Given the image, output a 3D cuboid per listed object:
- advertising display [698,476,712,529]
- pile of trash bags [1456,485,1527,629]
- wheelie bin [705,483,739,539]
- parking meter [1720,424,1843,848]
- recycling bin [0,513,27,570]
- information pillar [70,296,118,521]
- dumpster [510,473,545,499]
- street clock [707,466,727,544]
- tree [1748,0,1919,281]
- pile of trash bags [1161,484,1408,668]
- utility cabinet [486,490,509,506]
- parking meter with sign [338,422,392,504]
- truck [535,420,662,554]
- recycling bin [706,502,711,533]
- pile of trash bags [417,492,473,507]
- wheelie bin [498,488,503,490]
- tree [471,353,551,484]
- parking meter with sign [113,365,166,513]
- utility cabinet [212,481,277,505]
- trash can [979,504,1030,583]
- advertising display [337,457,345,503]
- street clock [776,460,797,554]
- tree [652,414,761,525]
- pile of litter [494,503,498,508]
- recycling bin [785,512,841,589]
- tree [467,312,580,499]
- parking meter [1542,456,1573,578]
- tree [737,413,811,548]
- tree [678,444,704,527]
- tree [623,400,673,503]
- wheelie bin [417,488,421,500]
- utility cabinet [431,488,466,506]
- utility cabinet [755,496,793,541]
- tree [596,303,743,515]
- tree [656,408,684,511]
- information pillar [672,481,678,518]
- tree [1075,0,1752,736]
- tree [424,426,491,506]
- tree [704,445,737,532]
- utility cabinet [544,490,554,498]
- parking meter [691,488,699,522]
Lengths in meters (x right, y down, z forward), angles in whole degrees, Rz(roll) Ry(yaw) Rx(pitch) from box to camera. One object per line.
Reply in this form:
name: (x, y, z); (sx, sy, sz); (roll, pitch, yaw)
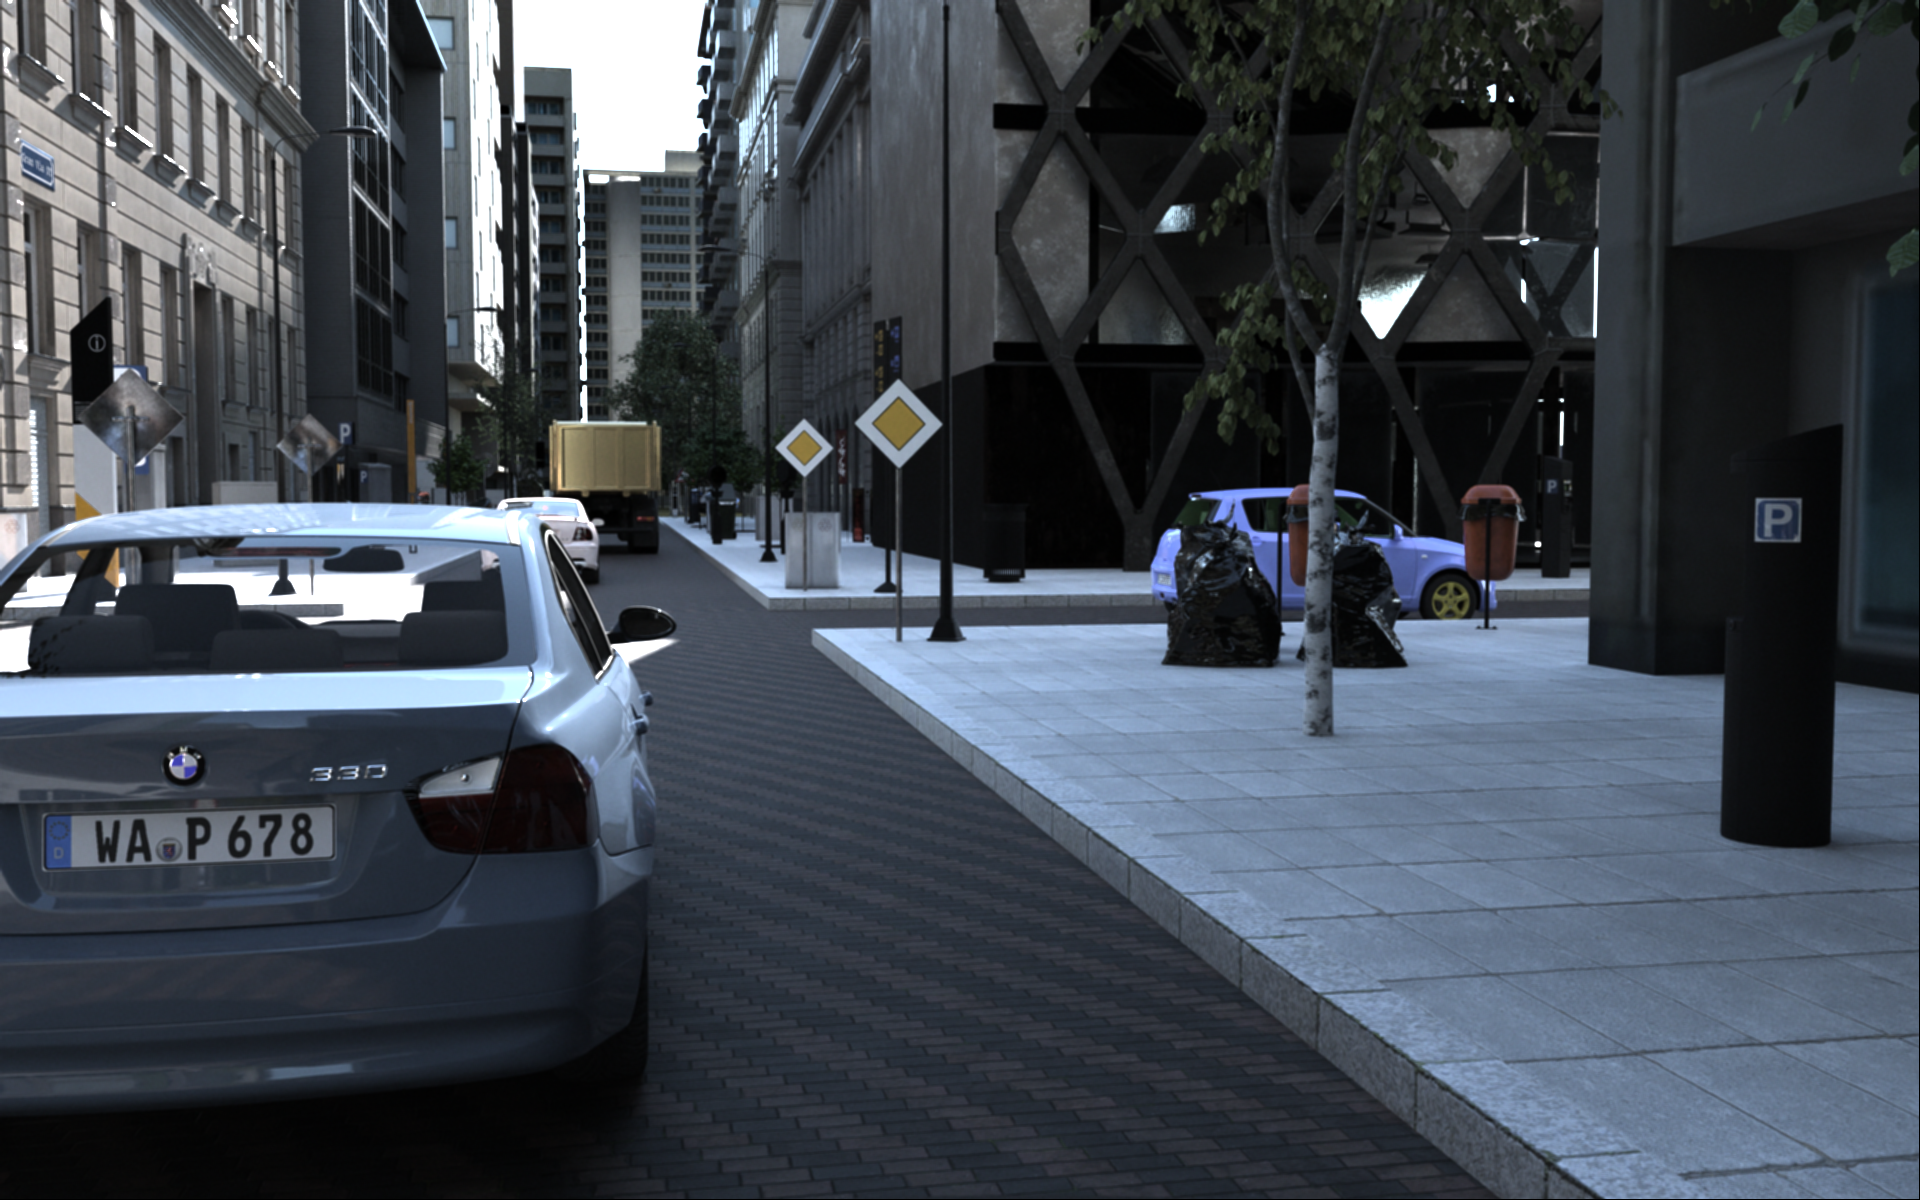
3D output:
advertising display: (-9.037, -3.525, 62.841); (0.974, 1.923, 0.123); (1, 4, 15)
pile of trash bags: (6.413, -0.393, 16.176); (3.447, 1.369, 1.912); (1, 4, 21)
wheelie bin: (-6.777, -2.525, 49.186); (0.980, 1.594, 0.693); (-2, 4, -28)
parking meter: (3.039, 0.122, 6.414); (0.372, 1.533, 0.369); (0, 3, 0)
recycling bin: (-12.598, -0.609, 22.519); (0.722, 1.027, 0.722); (-3, 5, -40)
information pillar: (-10.285, -1.790, 20.617); (0.504, 3.616, 0.183); (0, 4, 2)
dumpster: (-19.829, -4.702, 79.375); (1.502, 2.255, 1.985); (-1, 4, -11)
street clock: (-6.220, -2.432, 44.340); (0.471, 2.002, 0.358); (-2, 4, -31)
tree: (3.193, -1.200, 3.329); (4.285, 4.588, 4.351); (0, 3, 0)
pile of trash bags: (2.752, -0.279, 14.312); (1.912, 1.369, 3.447); (1, 4, 16)
utility cabinet: (-22.785, -4.673, 85.077); (1.173, 1.500, 0.318); (-3, 4, -36)
parking meter with sign: (-14.409, -2.844, 42.765); (0.543, 3.016, 1.738); (2, 4, 34)
truck: (-9.316, -3.004, 45.044); (3.469, 3.379, 9.791); (-1, 4, -13)
recycling bin: (-7.893, -2.723, 57.070); (0.722, 1.027, 0.722); (1, 4, 14)
pile of trash bags: (-26.093, -4.755, 87.492); (1.912, 1.369, 3.447); (1, 4, 23)
wheelie bin: (-23.684, -4.971, 89.180); (0.693, 1.594, 0.980); (0, 4, 3)
tree: (-22.859, -8.508, 89.462); (4.737, 8.622, 4.395); (0, 3, 0)
parking meter with sign: (-11.423, -1.715, 24.306); (0.543, 3.016, 1.738); (-1, 4, -10)
utility cabinet: (-12.615, -1.347, 30.704); (0.318, 1.500, 1.173); (3, 5, 39)
trash can: (0.646, -0.832, 25.256); (0.748, 1.137, 0.748); (0, 3, 0)
advertising display: (-10.961, -1.559, 30.708); (0.123, 1.923, 0.974); (-1, 4, -19)
street clock: (-3.685, -1.974, 36.851); (0.358, 2.002, 0.471); (-3, 5, -39)
tree: (-9.818, -5.351, 71.199); (4.285, 4.588, 4.351); (0, 3, 0)
pile of litter: (-22.318, -4.260, 83.614); (1.719, 0.858, 1.176); (-2, 4, -33)
recycling bin: (-2.013, -0.686, 23.766); (0.722, 1.027, 0.722); (0, 4, -1)
tree: (-18.011, -7.367, 70.807); (4.360, 8.622, 3.978); (0, 3, 0)
parking meter: (9.143, -1.271, 26.500); (0.255, 1.863, 0.399); (-2, 4, -32)
tree: (-4.263, -2.876, 41.623); (1.663, 3.219, 1.824); (0, 3, 0)
tree: (-10.053, -4.422, 66.903); (1.663, 3.219, 1.824); (0, 3, 0)
tree: (-27.610, -13.521, 155.483); (7.601, 10.594, 8.767); (-1, 4, -19)
wheelie bin: (-29.199, -5.184, 92.672); (0.980, 1.594, 0.693); (1, 4, 14)
utility cabinet: (-18.329, -3.268, 62.103); (1.173, 1.500, 0.318); (-2, 4, -35)
utility cabinet: (-5.149, -2.253, 47.992); (1.020, 1.237, 0.306); (-2, 4, -26)
tree: (-16.974, -11.433, 103.945); (9.611, 12.733, 9.660); (0, 3, 0)
tree: (-21.495, -10.887, 128.366); (4.360, 8.622, 3.978); (0, 3, 0)
information pillar: (-15.540, -5.502, 94.451); (0.304, 2.012, 0.304); (-1, 4, -10)
tree: (2.107, -3.594, 9.122); (4.737, 8.622, 4.395); (0, 3, 0)
tree: (-14.109, -3.353, 49.420); (1.663, 3.219, 1.824); (0, 3, 0)
tree: (-7.446, -3.923, 58.739); (1.663, 3.219, 1.824); (0, 3, 0)
utility cabinet: (-22.241, -5.201, 93.710); (0.318, 1.500, 1.173); (-2, 4, -32)
parking meter: (-12.009, -4.289, 78.539); (0.372, 1.533, 0.369); (0, 3, 0)
